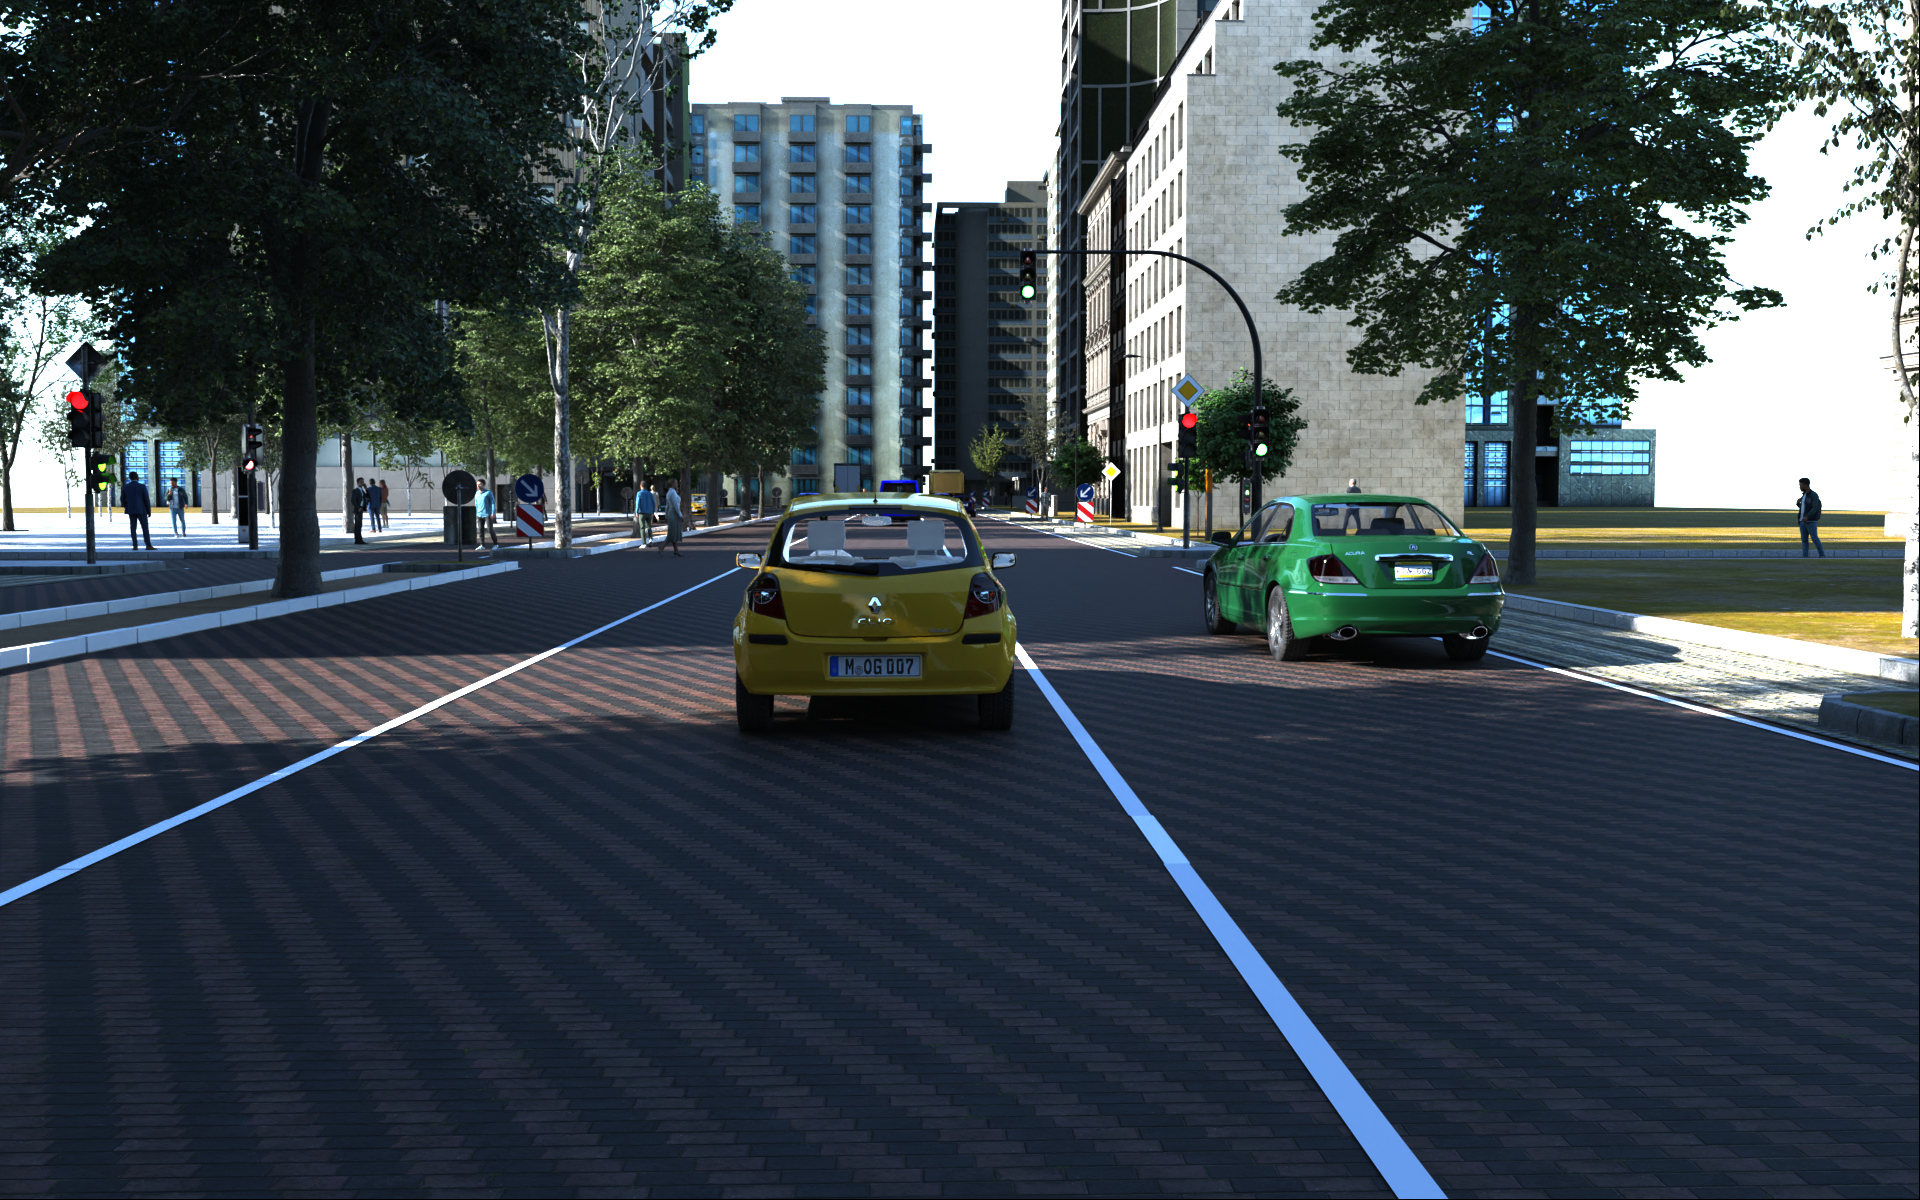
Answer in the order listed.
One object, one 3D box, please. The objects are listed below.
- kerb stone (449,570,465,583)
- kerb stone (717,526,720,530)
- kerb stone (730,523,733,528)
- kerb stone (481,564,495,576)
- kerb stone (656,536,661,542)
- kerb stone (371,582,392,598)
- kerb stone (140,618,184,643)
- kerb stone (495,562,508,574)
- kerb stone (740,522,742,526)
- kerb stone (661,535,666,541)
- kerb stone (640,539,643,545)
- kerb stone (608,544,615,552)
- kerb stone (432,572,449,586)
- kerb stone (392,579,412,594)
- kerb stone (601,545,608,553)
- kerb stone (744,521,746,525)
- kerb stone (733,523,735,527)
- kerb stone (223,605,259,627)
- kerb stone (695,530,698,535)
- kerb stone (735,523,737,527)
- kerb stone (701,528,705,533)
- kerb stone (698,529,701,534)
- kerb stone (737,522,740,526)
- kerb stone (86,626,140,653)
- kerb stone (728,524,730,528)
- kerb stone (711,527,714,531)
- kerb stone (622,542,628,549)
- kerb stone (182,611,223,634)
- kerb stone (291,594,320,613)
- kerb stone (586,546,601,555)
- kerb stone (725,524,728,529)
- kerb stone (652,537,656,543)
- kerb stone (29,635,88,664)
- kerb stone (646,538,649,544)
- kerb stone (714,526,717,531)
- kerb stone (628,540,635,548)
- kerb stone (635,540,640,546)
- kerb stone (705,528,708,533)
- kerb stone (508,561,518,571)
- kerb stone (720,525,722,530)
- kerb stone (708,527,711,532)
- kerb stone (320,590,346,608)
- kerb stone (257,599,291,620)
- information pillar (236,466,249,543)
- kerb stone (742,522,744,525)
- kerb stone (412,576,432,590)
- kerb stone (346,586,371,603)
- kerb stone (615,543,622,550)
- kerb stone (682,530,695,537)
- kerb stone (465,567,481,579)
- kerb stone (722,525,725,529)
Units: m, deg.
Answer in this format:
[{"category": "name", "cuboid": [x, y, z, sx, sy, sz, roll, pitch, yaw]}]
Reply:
[{"category": "kerb stone", "cuboid": [-8.338, -0.378, 28.382, 0.120, 0.150, 1.000, 0, 4, -2]}, {"category": "kerb stone", "cuboid": [-9.622, -2.791, 67.861, 0.120, 0.150, 1.000, 0, 4, -2]}, {"category": "kerb stone", "cuboid": [-9.784, -3.106, 72.974, 0.120, 0.150, 1.000, 0, 4, -2]}, {"category": "kerb stone", "cuboid": [-8.396, -0.504, 30.438, 0.120, 0.150, 1.000, 0, 4, -2]}, {"category": "kerb stone", "cuboid": [-9.090, -1.790, 51.461, 0.120, 0.150, 1.000, 0, 4, -2]}, {"category": "kerb stone", "cuboid": [-8.203, -0.122, 24.284, 0.120, 0.150, 1.000, 0, 4, -2]}, {"category": "kerb stone", "cuboid": [-7.962, 0.315, 17.117, 0.120, 0.150, 1.000, 0, 4, -2]}, {"category": "kerb stone", "cuboid": [-8.436, -0.564, 31.464, 0.120, 0.150, 1.000, 0, 4, -2]}, {"category": "kerb stone", "cuboid": [-9.920, -3.354, 77.080, 0.120, 0.150, 1.000, 0, 4, -2]}, {"category": "kerb stone", "cuboid": [-9.114, -1.852, 52.484, 0.120, 0.150, 1.000, 0, 4, -2]}, {"category": "kerb stone", "cuboid": [-8.982, -1.598, 48.380, 0.120, 0.150, 1.000, 0, 4, -2]}, {"category": "kerb stone", "cuboid": [-8.822, -1.288, 43.261, 0.120, 0.150, 1.000, 0, 4, -2]}, {"category": "kerb stone", "cuboid": [-8.297, -0.310, 27.356, 0.120, 0.150, 1.000, 0, 4, -2]}, {"category": "kerb stone", "cuboid": [-8.246, -0.190, 25.305, 0.120, 0.150, 1.000, 0, 4, -2]}, {"category": "kerb stone", "cuboid": [-8.785, -1.223, 42.236, 0.120, 0.150, 1.000, 0, 4, -2]}, {"category": "kerb stone", "cuboid": [-9.988, -3.480, 79.130, 0.120, 0.150, 1.000, 0, 4, -2]}, {"category": "kerb stone", "cuboid": [-9.816, -3.168, 73.998, 0.120, 0.150, 1.000, 0, 4, -2]}, {"category": "kerb stone", "cuboid": [-8.036, 0.191, 19.160, 0.120, 0.150, 1.000, 0, 4, -2]}, {"category": "kerb stone", "cuboid": [-9.379, -2.354, 60.683, 0.120, 0.150, 1.000, 0, 4, -2]}, {"category": "kerb stone", "cuboid": [-9.859, -3.232, 75.036, 0.120, 0.150, 1.000, 0, 4, -2]}, {"category": "kerb stone", "cuboid": [-9.458, -2.473, 62.751, 0.120, 0.150, 1.000, 0, 4, -2]}, {"category": "kerb stone", "cuboid": [-9.423, -2.418, 61.725, 0.120, 0.150, 1.000, 0, 4, -2]}, {"category": "kerb stone", "cuboid": [-9.889, -3.294, 76.058, 0.120, 0.150, 1.000, 0, 4, -2]}, {"category": "kerb stone", "cuboid": [-7.932, 0.373, 16.093, 0.120, 0.150, 1.000, 0, 4, -2]}, {"category": "kerb stone", "cuboid": [-9.752, -3.041, 71.952, 0.120, 0.150, 1.000, 0, 4, -2]}, {"category": "kerb stone", "cuboid": [-9.560, -2.666, 65.816, 0.120, 0.150, 1.000, 0, 4, -2]}, {"category": "kerb stone", "cuboid": [-8.887, -1.413, 45.304, 0.120, 0.150, 1.000, 0, 4, -2]}, {"category": "kerb stone", "cuboid": [-8.006, 0.248, 18.138, 0.120, 0.150, 1.000, 0, 4, -2]}, {"category": "kerb stone", "cuboid": [-8.108, 0.060, 21.218, 0.120, 0.150, 1.000, 0, 4, -2]}, {"category": "kerb stone", "cuboid": [-8.755, -1.162, 41.211, 0.120, 0.150, 1.000, 0, 4, -2]}, {"category": "kerb stone", "cuboid": [-9.719, -2.978, 70.931, 0.120, 0.150, 1.000, 0, 4, -2]}, {"category": "kerb stone", "cuboid": [-9.055, -1.727, 50.431, 0.120, 0.150, 1.000, 0, 4, -2]}, {"category": "kerb stone", "cuboid": [-7.904, 0.438, 15.067, 0.120, 0.150, 1.000, 0, 4, -2]}, {"category": "kerb stone", "cuboid": [-9.016, -1.660, 49.402, 0.120, 0.150, 1.000, 0, 4, -2]}, {"category": "kerb stone", "cuboid": [-9.584, -2.729, 66.838, 0.120, 0.150, 1.000, 0, 4, -2]}, {"category": "kerb stone", "cuboid": [-8.914, -1.475, 46.334, 0.120, 0.150, 1.000, 0, 4, -2]}, {"category": "kerb stone", "cuboid": [-8.951, -1.539, 47.358, 0.120, 0.150, 1.000, 0, 4, -2]}, {"category": "kerb stone", "cuboid": [-9.484, -2.542, 63.773, 0.120, 0.150, 1.000, 0, 4, -2]}, {"category": "kerb stone", "cuboid": [-8.463, -0.630, 32.488, 0.120, 0.150, 1.000, 0, 4, -2]}, {"category": "kerb stone", "cuboid": [-9.660, -2.855, 68.882, 0.120, 0.150, 1.000, 0, 4, -2]}, {"category": "kerb stone", "cuboid": [-9.524, -2.605, 64.795, 0.120, 0.150, 1.000, 0, 4, -2]}, {"category": "kerb stone", "cuboid": [-8.135, -0.003, 22.239, 0.120, 0.150, 1.000, 0, 4, -2]}, {"category": "kerb stone", "cuboid": [-8.065, 0.123, 20.186, 0.120, 0.150, 1.000, 0, 4, -2]}, {"category": "information pillar", "cuboid": [-18.613, -2.482, 45.075, 0.304, 2.012, 0.304, -1, 4, -8]}, {"category": "kerb stone", "cuboid": [-9.956, -3.420, 78.108, 0.120, 0.150, 1.000, 0, 4, -2]}, {"category": "kerb stone", "cuboid": [-8.264, -0.253, 26.334, 0.120, 0.150, 1.000, 0, 4, -2]}, {"category": "kerb stone", "cuboid": [-8.164, -0.065, 23.262, 0.120, 0.150, 1.000, 0, 4, -2]}, {"category": "kerb stone", "cuboid": [-8.854, -1.351, 44.282, 0.120, 0.150, 1.000, 0, 4, -2]}, {"category": "kerb stone", "cuboid": [-9.349, -2.291, 59.652, 0.120, 0.150, 1.000, 0, 4, -2]}, {"category": "kerb stone", "cuboid": [-8.368, -0.438, 29.416, 0.120, 0.150, 1.000, 0, 4, -2]}, {"category": "kerb stone", "cuboid": [-9.694, -2.918, 69.908, 0.120, 0.150, 1.000, 0, 4, -2]}]
